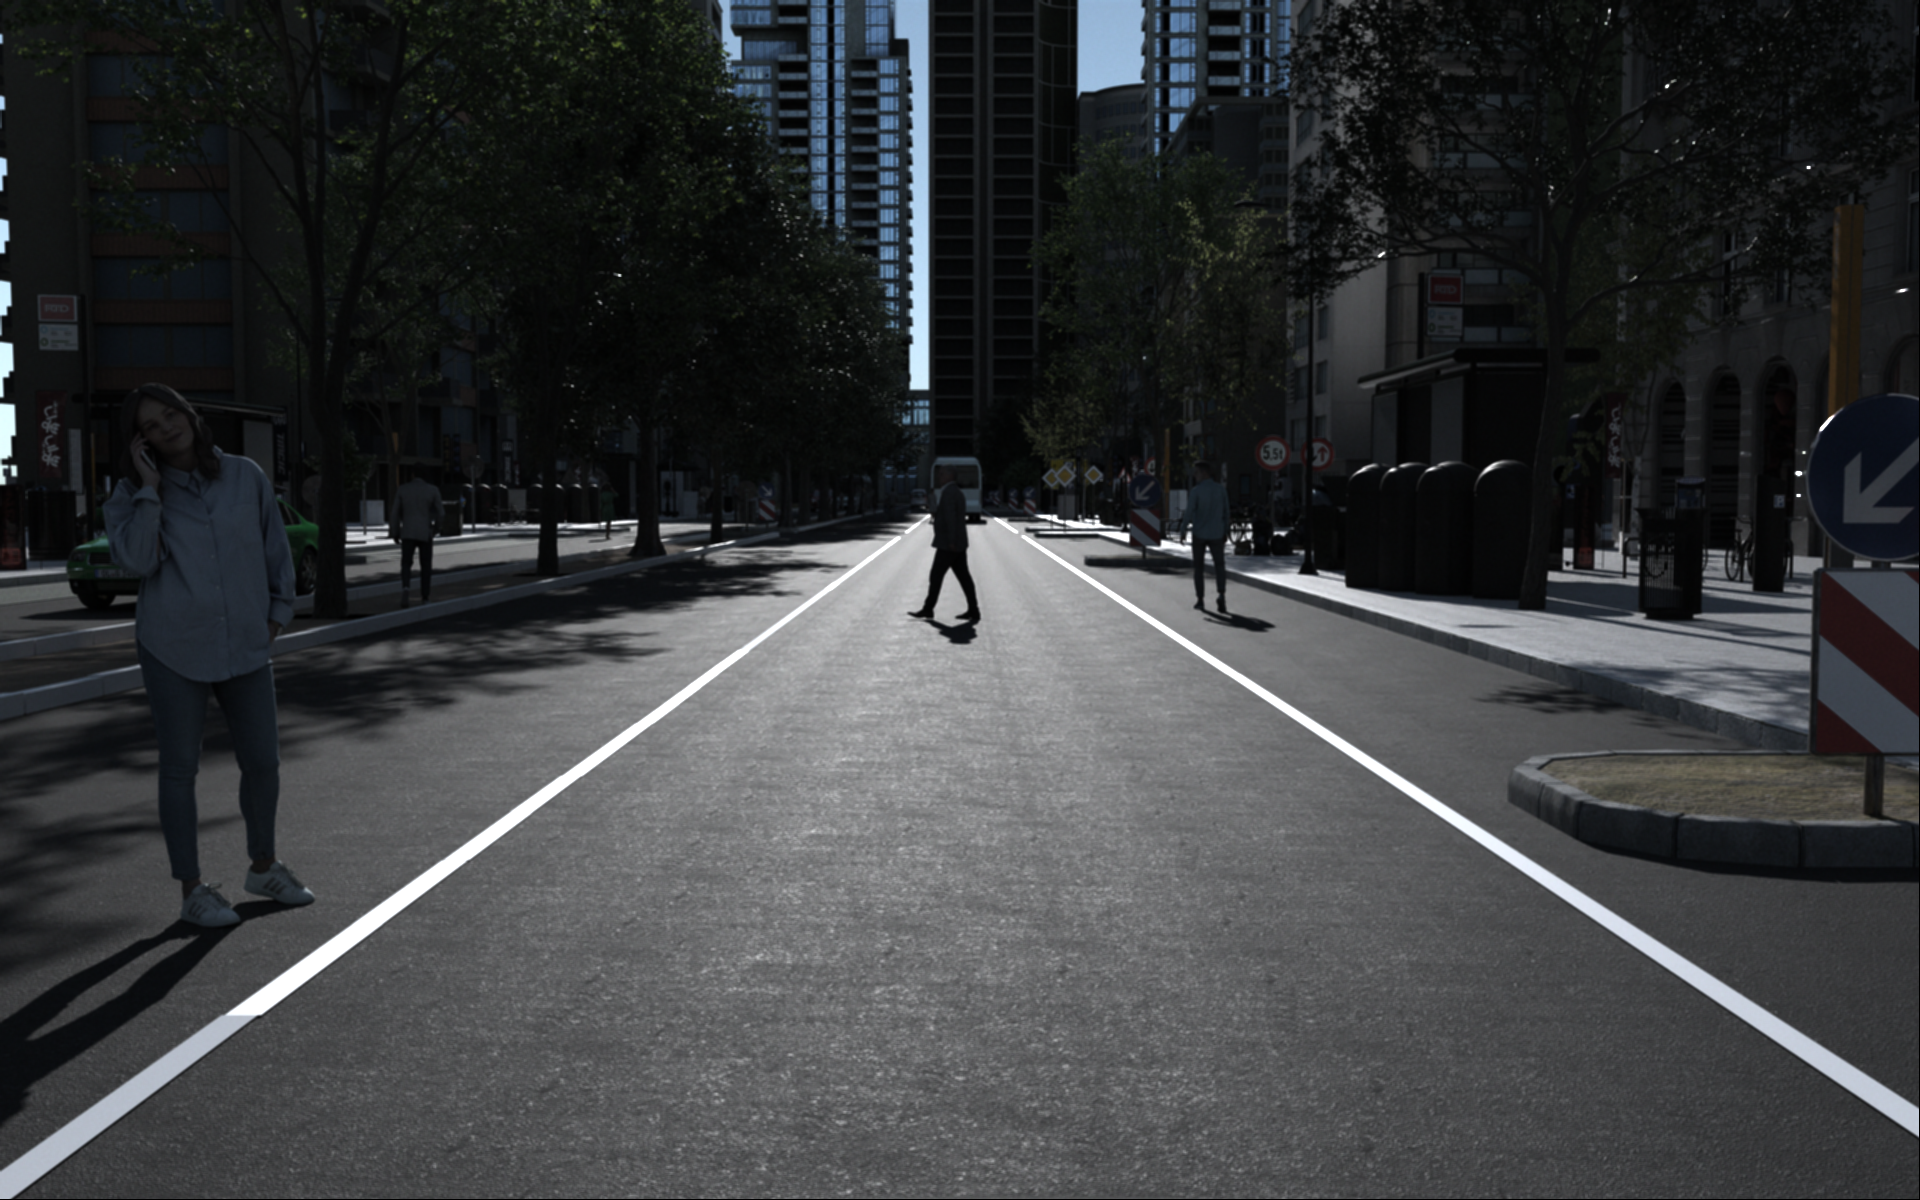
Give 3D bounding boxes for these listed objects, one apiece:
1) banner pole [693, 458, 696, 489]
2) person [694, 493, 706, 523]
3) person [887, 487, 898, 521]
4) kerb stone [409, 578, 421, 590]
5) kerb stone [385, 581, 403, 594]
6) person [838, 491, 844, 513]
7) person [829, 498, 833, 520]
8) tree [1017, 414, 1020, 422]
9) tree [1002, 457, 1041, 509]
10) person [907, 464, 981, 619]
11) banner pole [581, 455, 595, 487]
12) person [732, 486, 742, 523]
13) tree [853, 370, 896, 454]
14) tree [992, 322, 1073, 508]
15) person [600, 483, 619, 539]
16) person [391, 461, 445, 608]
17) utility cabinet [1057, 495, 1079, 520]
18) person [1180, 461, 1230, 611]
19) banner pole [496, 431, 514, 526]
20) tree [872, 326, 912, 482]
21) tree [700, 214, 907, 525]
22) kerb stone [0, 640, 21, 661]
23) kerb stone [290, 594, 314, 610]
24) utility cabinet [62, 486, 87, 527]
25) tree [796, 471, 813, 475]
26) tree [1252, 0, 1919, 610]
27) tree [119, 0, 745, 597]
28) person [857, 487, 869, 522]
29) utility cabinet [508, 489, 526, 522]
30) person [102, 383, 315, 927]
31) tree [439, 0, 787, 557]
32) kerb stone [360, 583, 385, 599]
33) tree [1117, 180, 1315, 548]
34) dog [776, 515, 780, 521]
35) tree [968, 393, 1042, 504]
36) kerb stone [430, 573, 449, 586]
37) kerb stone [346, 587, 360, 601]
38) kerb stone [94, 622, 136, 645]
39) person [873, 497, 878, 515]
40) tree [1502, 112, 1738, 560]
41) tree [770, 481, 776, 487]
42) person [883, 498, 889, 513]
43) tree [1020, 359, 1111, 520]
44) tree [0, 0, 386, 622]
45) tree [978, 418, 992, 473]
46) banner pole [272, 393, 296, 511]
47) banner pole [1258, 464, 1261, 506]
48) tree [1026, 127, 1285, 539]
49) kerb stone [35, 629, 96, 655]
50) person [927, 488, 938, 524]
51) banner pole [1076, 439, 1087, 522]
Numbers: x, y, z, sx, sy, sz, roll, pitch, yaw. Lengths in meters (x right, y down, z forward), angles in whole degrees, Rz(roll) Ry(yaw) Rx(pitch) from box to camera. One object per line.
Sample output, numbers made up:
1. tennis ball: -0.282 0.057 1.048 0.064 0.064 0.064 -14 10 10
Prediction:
1. banner pole: -18.303 -7.904 119.253 0.401 3.779 0.863 0 4 6
2. person: -12.969 -4.608 86.435 0.523 1.515 0.503 3 4 36
3. person: -3.646 -5.206 93.823 0.606 1.804 0.583 0 4 -3
4. kerb stone: -8.215 -0.233 26.012 0.120 0.150 1.000 0 3 0
5. kerb stone: -8.215 -0.171 24.986 0.120 0.150 1.000 0 3 0
6. person: -8.992 -7.440 130.481 0.374 1.781 0.599 -2 4 -34
7. person: -7.195 -4.979 94.926 0.505 1.210 0.382 1 4 13
8. tree: 5.773 -9.278 102.052 4.360 8.622 3.978 0 3 0
9. tree: 5.621 -10.275 151.715 4.285 4.588 4.351 0 3 0
10. person: -0.181 -0.668 19.818 0.834 1.777 0.661 0 4 5
11. banner pole: -17.964 -5.713 83.423 0.863 3.779 0.401 -1 4 -22
12. person: -11.122 -4.811 86.963 0.655 1.846 0.447 -1 4 -17
13. tree: -6.924 -7.422 49.560 9.928 11.665 9.643 0 3 0
14. tree: 6.174 -8.550 74.209 8.767 10.594 7.601 0 4 -4
15. person: -11.157 -2.820 54.851 0.600 1.795 0.529 0 4 6
16. person: -6.837 -0.826 21.847 0.661 1.843 0.795 -1 4 -11
17. utility cabinet: 5.340 -4.567 85.835 1.020 1.237 0.306 -1 4 -15
18. person: 3.035 -0.794 21.348 0.638 1.841 0.748 0 4 -1
19. banner pole: -18.125 -4.823 68.871 0.863 3.779 0.401 -3 4 -37
20. tree: -6.992 -9.172 69.425 9.611 12.733 9.660 0 3 0
21. tree: -7.201 -10.410 79.322 9.857 13.997 8.962 0 3 0
22. kerb stone: -8.215 0.455 14.757 0.120 0.150 1.000 0 3 0
23. kerb stone: -8.231 0.017 21.920 0.120 0.150 1.000 0 3 0
24. utility cabinet: -23.191 -2.245 45.390 0.318 1.500 1.173 -3 5 -40
25. tree: -16.213 -15.184 182.664 8.767 10.594 7.601 1 4 9
26. tree: 6.661 -5.161 18.791 7.601 10.594 8.767 2 4 31
27. tree: -7.057 -6.203 29.635 9.928 11.665 9.643 0 3 0
28. person: -4.948 -4.874 88.295 0.694 1.812 0.767 3 5 41
29. utility cabinet: -20.447 -4.318 79.276 1.173 1.500 0.318 -1 4 -11
30. person: -2.515 0.180 5.821 0.793 1.790 0.793 1 4 20
31. tree: -7.178 -7.352 39.676 9.611 12.733 9.660 0 3 0
32. kerb stone: -8.213 -0.108 23.964 0.120 0.150 1.000 0 3 0
33. tree: 6.362 -5.577 41.548 4.360 8.622 3.978 0 3 0
34. dog: -8.975 -4.141 86.996 0.540 0.507 0.406 -3 4 -36
35. tree: 6.105 -18.739 213.044 9.857 13.997 8.962 0 3 0
36. kerb stone: -8.226 -0.296 27.033 0.120 0.150 1.000 0 3 0
37. kerb stone: -8.217 -0.046 22.942 0.120 0.150 1.000 0 3 0
38. kerb stone: -8.211 0.331 16.800 0.120 0.150 1.000 0 3 0
39. person: -5.915 -6.597 121.027 0.373 1.253 0.362 0 4 7
40. tree: 12.995 -5.086 33.521 4.737 8.622 4.395 0 3 0
41. tree: -16.996 -9.526 150.349 1.663 3.219 1.824 0 3 0
42. person: -5.350 -7.047 129.211 0.738 1.151 1.012 2 4 30
43. tree: 5.905 -8.218 84.724 4.360 8.622 3.978 0 3 0
44. tree: -7.115 -5.577 19.401 9.928 11.665 9.643 0 3 0
45. tree: 6.461 -12.051 131.446 8.767 10.594 7.601 1 4 20
46. banner pole: -16.787 -3.251 43.167 0.863 3.779 0.401 1 4 21
47. banner pole: 16.904 -6.592 97.802 0.401 3.779 0.863 0 4 -3
48. tree: 5.631 -7.570 49.527 9.928 11.665 9.643 0 3 0
49. kerb stone: -8.207 0.392 15.778 0.120 0.150 1.000 0 3 0
50. person: -1.303 -4.565 83.892 0.466 1.731 0.760 -3 5 -42
51. banner pole: 5.533 -5.477 79.564 0.401 3.779 0.863 -2 4 -28
